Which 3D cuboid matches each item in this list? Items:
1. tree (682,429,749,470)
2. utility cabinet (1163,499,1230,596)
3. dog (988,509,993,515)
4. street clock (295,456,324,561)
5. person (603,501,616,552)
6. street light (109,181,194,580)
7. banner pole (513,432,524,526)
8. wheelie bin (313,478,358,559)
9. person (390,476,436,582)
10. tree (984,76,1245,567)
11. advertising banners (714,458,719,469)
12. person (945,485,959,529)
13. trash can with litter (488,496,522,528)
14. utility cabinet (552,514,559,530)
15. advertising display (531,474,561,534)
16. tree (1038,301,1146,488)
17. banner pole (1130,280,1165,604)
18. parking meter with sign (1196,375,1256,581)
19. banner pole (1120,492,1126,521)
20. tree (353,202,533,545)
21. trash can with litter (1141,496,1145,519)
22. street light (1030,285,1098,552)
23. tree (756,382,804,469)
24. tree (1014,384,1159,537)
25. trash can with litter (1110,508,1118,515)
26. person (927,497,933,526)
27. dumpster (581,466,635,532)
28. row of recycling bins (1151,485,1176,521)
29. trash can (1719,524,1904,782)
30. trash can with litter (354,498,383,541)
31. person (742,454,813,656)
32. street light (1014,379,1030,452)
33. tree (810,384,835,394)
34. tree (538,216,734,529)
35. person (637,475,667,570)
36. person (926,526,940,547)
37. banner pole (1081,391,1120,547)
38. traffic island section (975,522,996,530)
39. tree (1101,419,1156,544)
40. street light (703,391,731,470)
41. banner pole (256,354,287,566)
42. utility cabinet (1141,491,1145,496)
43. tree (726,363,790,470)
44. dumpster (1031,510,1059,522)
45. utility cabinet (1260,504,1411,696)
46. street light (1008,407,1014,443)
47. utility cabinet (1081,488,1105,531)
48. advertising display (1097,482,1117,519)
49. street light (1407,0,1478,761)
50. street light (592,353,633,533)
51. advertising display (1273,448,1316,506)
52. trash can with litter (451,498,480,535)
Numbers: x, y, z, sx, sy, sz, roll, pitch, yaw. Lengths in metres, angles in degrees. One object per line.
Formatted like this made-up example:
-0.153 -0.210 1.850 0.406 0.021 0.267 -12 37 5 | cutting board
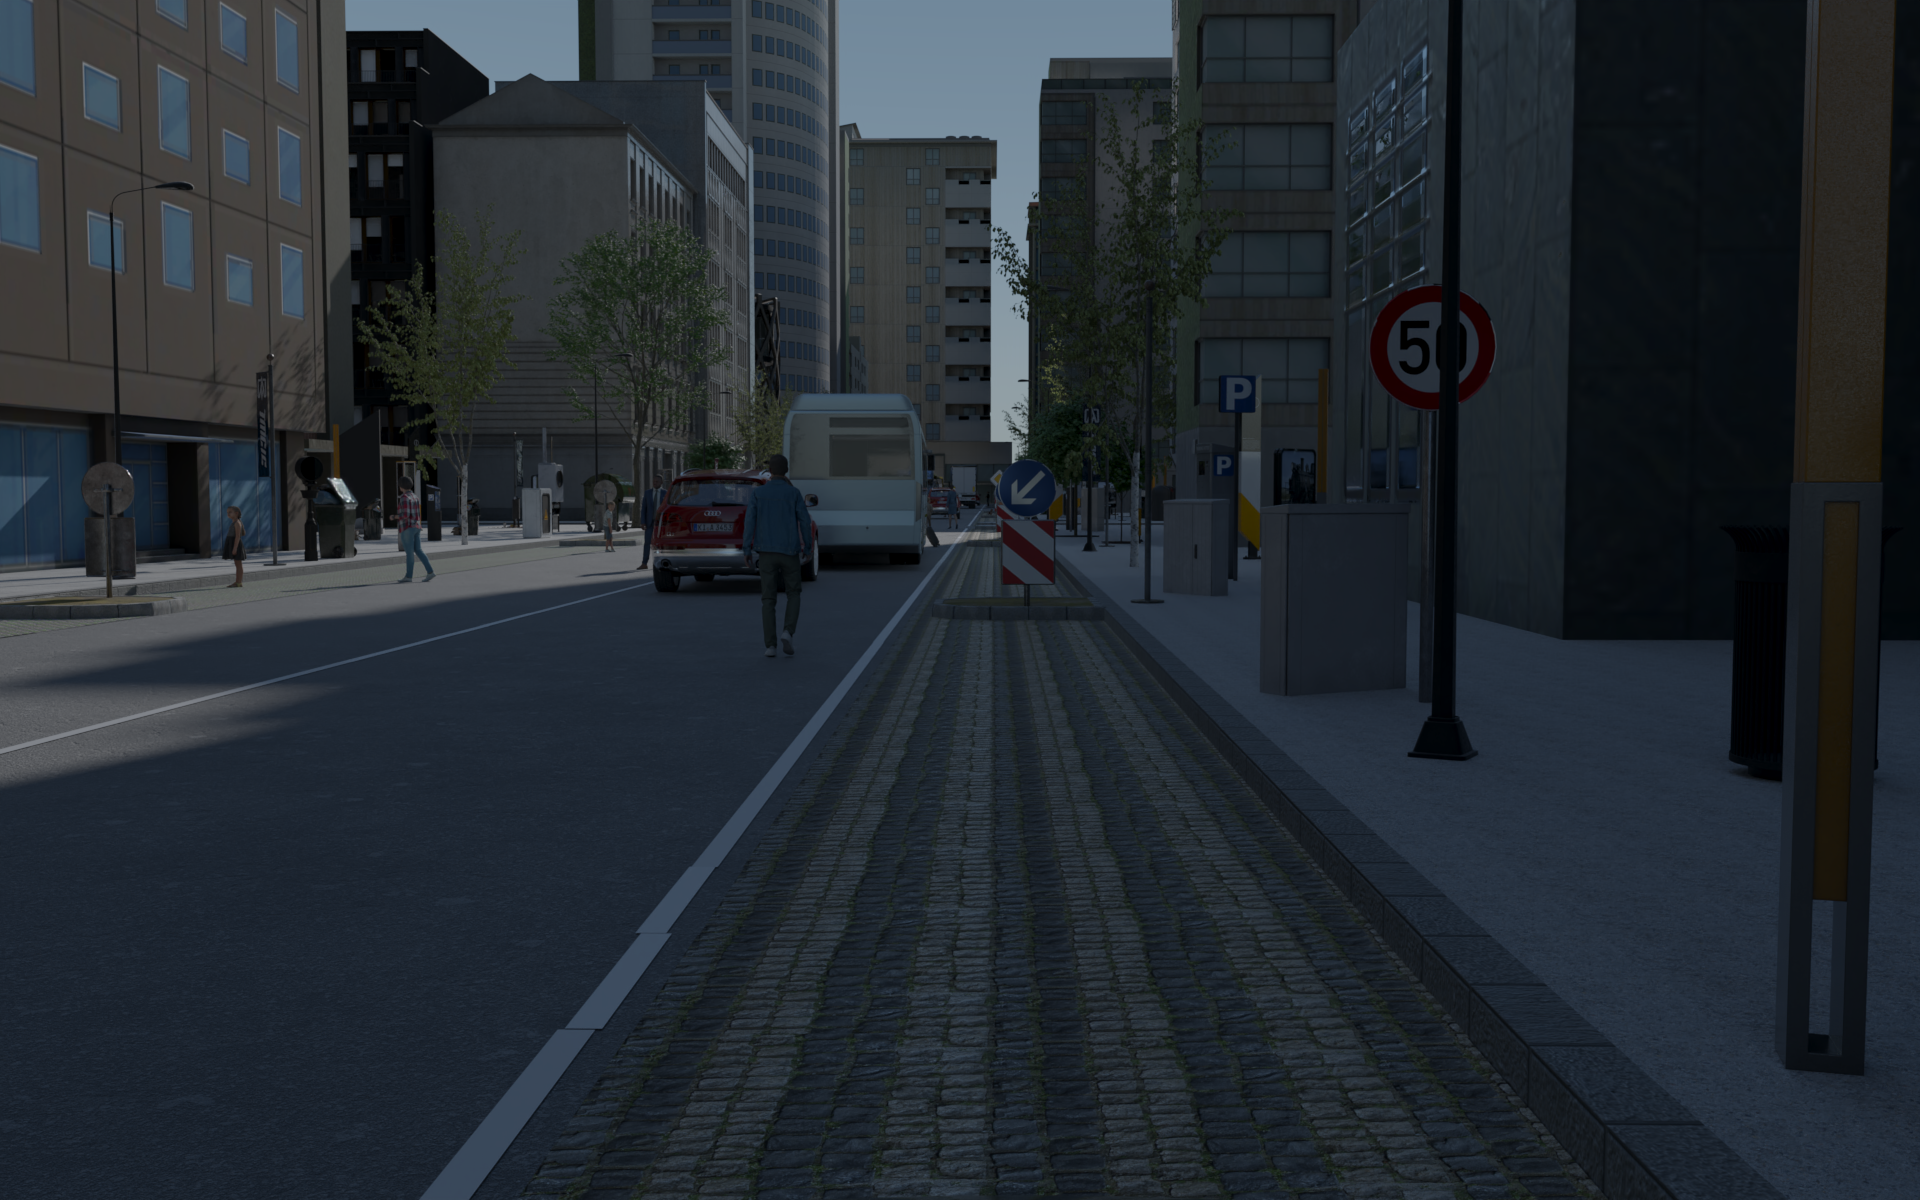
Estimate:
-12.446 -6.379 88.010 4.285 4.588 4.351 0 3 0 | tree
3.012 -0.675 22.200 0.306 1.237 1.020 -2 4 -30 | utility cabinet
1.881 -5.404 107.648 0.540 0.507 0.406 2 4 27 | dog
-12.416 -1.744 33.085 0.358 2.002 0.471 3 5 44 | street clock
-8.641 -1.807 42.728 0.352 1.250 0.332 2 4 23 | person
-12.086 -3.264 25.906 1.470 5.913 1.316 0 4 1 | street light
-17.941 -4.910 70.288 0.401 3.779 0.863 -3 5 -45 | banner pole
-12.522 -1.638 34.690 0.693 1.594 0.980 0 4 6 | wheelie bin
-8.936 -1.157 28.247 0.643 1.720 0.563 0 4 8 | person
2.876 -4.897 30.423 4.737 8.622 4.395 0 3 0 | tree
-12.110 -5.380 84.156 0.090 3.025 2.074 1 4 15 | advertising banners
-0.317 -3.826 71.076 0.581 1.822 0.654 -1 4 -21 | person
-16.729 -3.320 65.338 1.678 1.210 2.233 -2 4 -32 | trash can with litter
-14.893 -3.237 61.609 1.173 1.500 0.318 0 4 -7 | utility cabinet
-14.056 -3.277 58.791 0.974 1.923 0.123 -2 4 -30 | advertising display
4.919 -7.046 65.566 4.360 8.622 3.978 0 3 0 | tree
2.230 -1.869 20.581 0.401 3.779 0.863 0 4 4 | banner pole
3.908 -1.838 26.307 0.543 3.016 1.738 -1 4 -11 | parking meter with sign
7.706 -5.699 83.194 0.401 3.779 0.863 -1 4 -20 | banner pole
-12.700 -5.705 43.642 4.737 8.622 4.395 0 3 0 | tree
9.612 -4.842 90.556 0.624 1.170 1.055 1 4 21 | trash can with litter
2.360 -4.041 38.611 1.470 5.913 1.316 0 4 1 | street light
-11.703 -10.000 113.855 4.737 8.622 4.395 0 3 0 | tree
3.405 -4.181 52.080 4.285 4.588 4.351 0 3 0 | tree
9.028 -5.731 104.752 1.678 1.210 2.233 1 4 11 | trash can with litter
-1.258 -3.312 66.922 0.475 1.303 0.640 0 4 5 | person
-12.066 -3.476 59.334 1.502 2.255 1.985 0 4 1 | dumpster
9.827 -4.679 83.618 1.069 1.692 3.534 1 4 15 | row of recycling bins
3.828 0.233 7.841 0.748 1.137 0.748 0 3 0 | trash can
-16.522 -2.234 47.908 1.055 1.170 0.624 -1 4 -8 | trash can with litter
-1.602 -0.391 15.244 0.601 1.785 0.444 0 4 -2 | person
3.030 -5.968 70.124 1.470 5.913 1.316 0 4 1 | street light
-10.738 -13.021 147.301 7.601 10.594 8.767 2 4 34 | tree
-11.978 -8.485 64.491 9.928 11.665 9.643 0 3 0 | tree
-5.822 -1.491 33.053 0.721 1.800 0.419 -1 4 -11 | person
-1.286 -2.314 46.545 1.509 1.804 0.699 -1 4 -11 | person
3.360 -3.190 42.180 0.863 3.779 0.401 1 4 20 | banner pole
1.627 -2.944 70.415 2.009 0.180 2.903 0 4 1 | traffic island section
4.316 -3.077 44.903 1.663 3.219 1.824 0 3 0 | tree
-11.031 -6.475 78.406 1.470 5.913 1.316 0 4 1 | street light
-12.458 -2.516 31.154 0.401 3.779 0.863 -3 5 -44 | banner pole
11.711 -6.201 110.072 0.318 1.500 1.173 1 4 17 | utility cabinet
-11.367 -9.018 97.800 4.360 8.622 3.978 0 3 0 | tree
3.905 -4.741 80.003 1.502 2.255 1.985 0 4 1 | dumpster
2.443 -0.009 11.312 1.020 1.237 0.306 -2 4 -28 | utility cabinet
3.428 -7.314 92.131 1.470 5.913 1.316 0 4 1 | street light
4.568 -3.120 59.696 0.318 1.500 1.173 -2 4 -24 | utility cabinet
7.442 -5.046 87.709 0.974 1.923 0.123 0 4 7 | advertising display
1.828 -2.189 8.334 1.470 5.913 1.316 0 4 1 | street light
-11.497 -5.184 57.294 1.470 5.913 1.316 0 4 1 | street light
4.756 -1.187 24.623 0.123 1.923 0.974 3 5 41 | advertising display
-15.383 -2.589 53.713 1.055 1.170 0.624 2 4 32 | trash can with litter
